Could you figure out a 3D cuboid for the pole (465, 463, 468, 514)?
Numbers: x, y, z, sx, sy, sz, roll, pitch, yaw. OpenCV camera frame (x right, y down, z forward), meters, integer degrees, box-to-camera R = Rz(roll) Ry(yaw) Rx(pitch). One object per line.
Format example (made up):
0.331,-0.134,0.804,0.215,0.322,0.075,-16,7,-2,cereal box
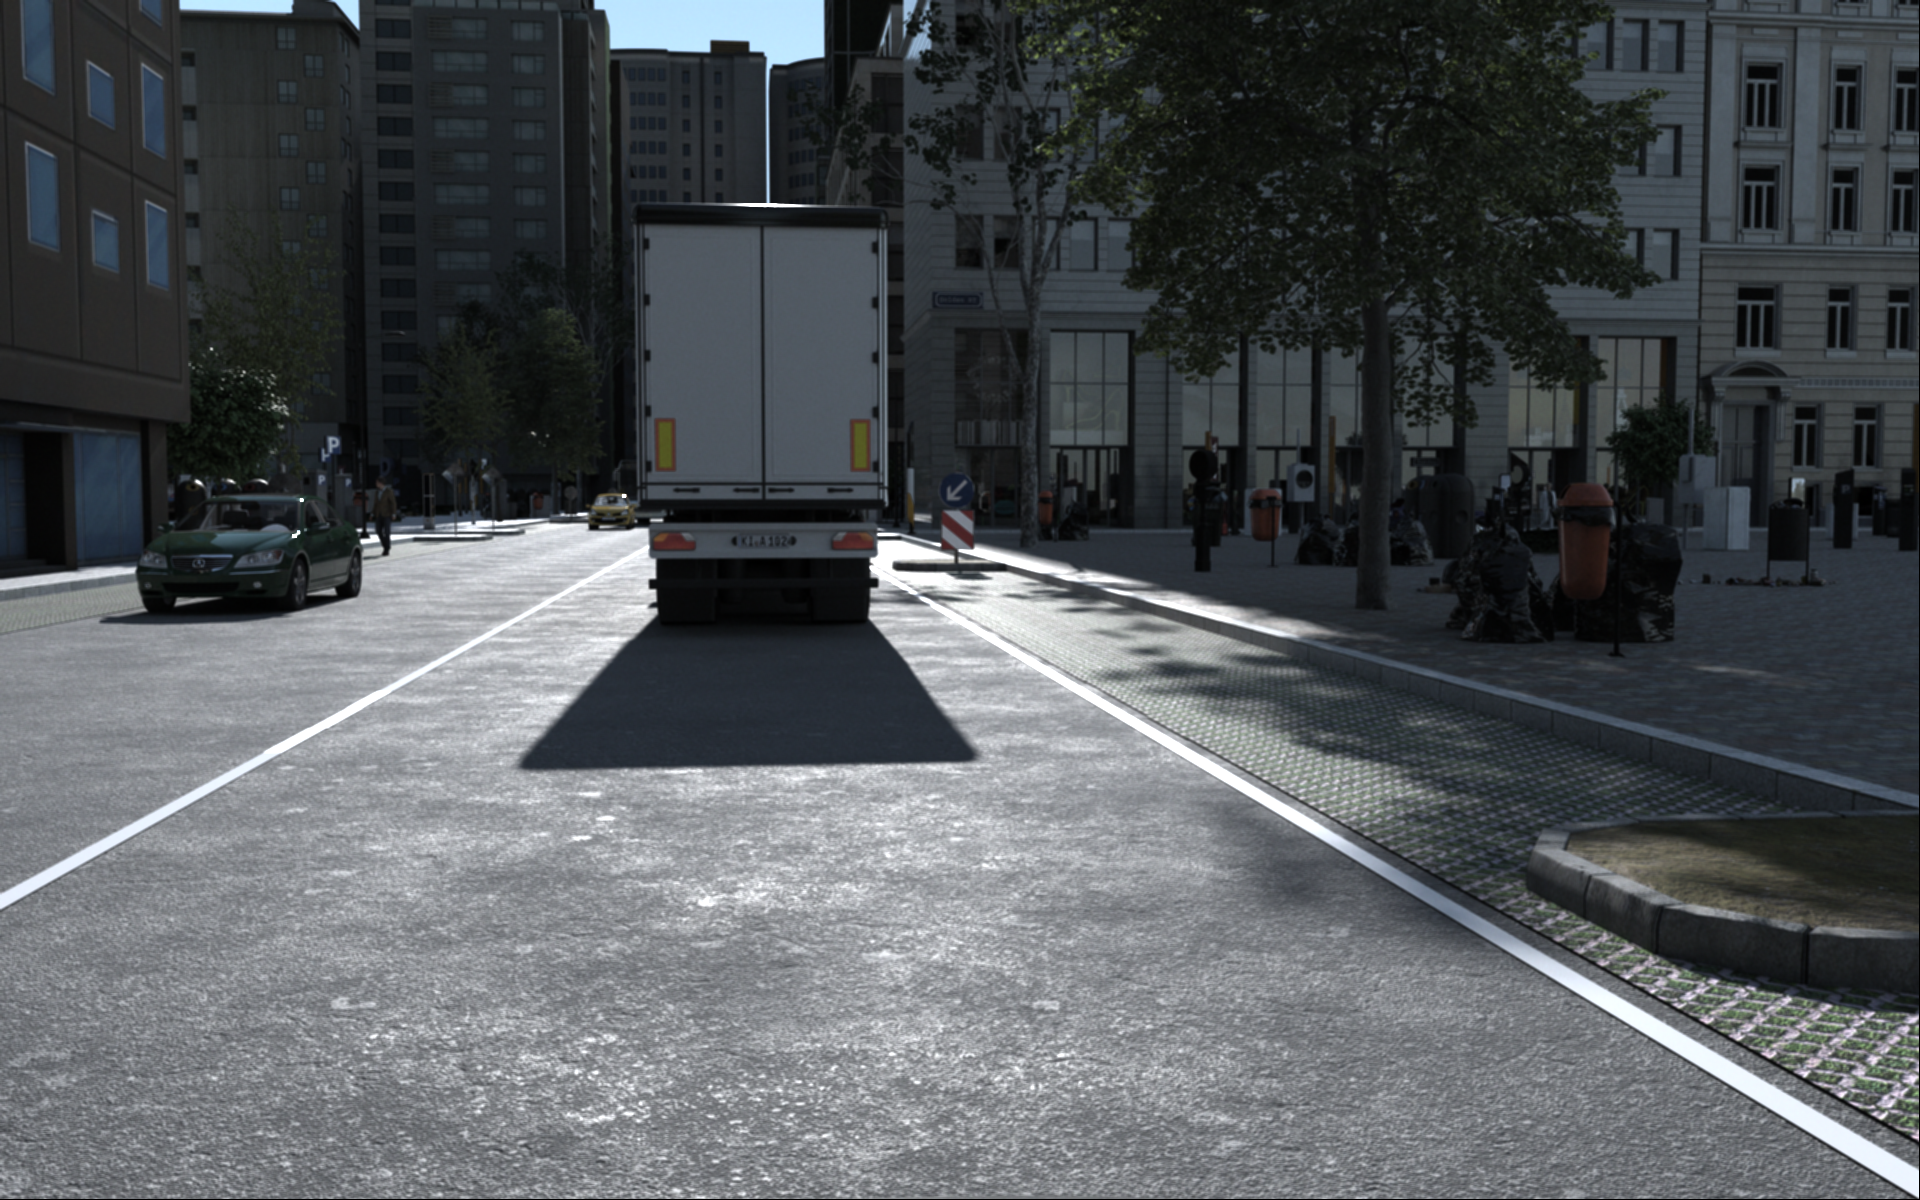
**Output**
-32.206,-7.283,112.924,0.158,3.312,0.155,0,3,0,pole

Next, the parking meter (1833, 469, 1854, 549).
20.807,-2.147,40.816,0.399,1.863,0.255,1,4,11,parking meter

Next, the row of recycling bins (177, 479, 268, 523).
-20.114,-2.526,48.406,3.534,1.692,1.069,0,4,0,row of recycling bins

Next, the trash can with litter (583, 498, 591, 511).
-28.322,-7.267,130.205,1.055,1.170,0.624,-3,5,-43,trash can with litter

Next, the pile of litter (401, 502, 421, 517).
-31.325,-5.193,98.876,1.176,0.858,1.719,0,4,-8,pile of litter

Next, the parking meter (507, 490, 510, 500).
-25.510,-5.452,97.557,0.372,1.533,0.369,0,3,0,parking meter

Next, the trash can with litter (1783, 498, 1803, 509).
24.001,-2.364,50.038,0.624,1.170,1.055,2,4,26,trash can with litter

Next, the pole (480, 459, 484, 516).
-27.796,-6.531,100.624,0.158,3.312,0.155,0,3,0,pole

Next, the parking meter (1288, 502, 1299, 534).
10.813,-3.083,56.112,0.255,1.863,0.399,0,4,-5,parking meter

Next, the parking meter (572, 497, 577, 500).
-26.406,-6.733,118.491,0.372,1.533,0.369,0,3,0,parking meter

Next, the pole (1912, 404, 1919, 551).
21.696,-2.781,39.305,0.158,3.312,0.155,0,3,0,pole

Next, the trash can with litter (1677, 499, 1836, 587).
11.338,-0.830,24.631,2.233,1.210,1.678,1,4,18,trash can with litter

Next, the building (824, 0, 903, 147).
-4.349,-44.402,164.231,20.563,71.187,20.611,0,4,-7,building

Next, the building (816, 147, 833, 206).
-5.301,-22.997,147.697,14.160,30.474,14.107,0,4,-7,building

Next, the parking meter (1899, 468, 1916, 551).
21.386,-2.043,39.107,0.255,1.863,0.399,1,4,23,parking meter

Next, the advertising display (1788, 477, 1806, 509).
32.166,-3.754,66.584,0.974,1.923,0.123,-2,4,-33,advertising display

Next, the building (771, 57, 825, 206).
-11.093,-42.161,231.330,28.212,58.520,21.231,0,4,-7,building

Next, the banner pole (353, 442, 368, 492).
-28.766,-5.684,82.950,0.863,3.779,0.401,1,4,14,banner pole

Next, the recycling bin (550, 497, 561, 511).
-31.369,-7.422,133.896,0.722,1.027,0.722,-3,5,-42,recycling bin

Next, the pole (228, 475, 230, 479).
-41.298,-6.364,97.902,0.158,3.312,0.155,0,3,0,pole

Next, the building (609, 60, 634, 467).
-40.687,-32.127,175.392,14.600,45.320,14.200,0,4,-7,building

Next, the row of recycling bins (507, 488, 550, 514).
-27.493,-6.271,109.649,1.069,1.692,3.534,3,5,42,row of recycling bins

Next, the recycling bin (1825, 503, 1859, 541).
24.446,-2.169,48.024,0.722,1.027,0.722,1,4,19,recycling bin

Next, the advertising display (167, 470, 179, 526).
-21.120,-2.478,45.735,0.974,1.923,0.123,1,4,8,advertising display

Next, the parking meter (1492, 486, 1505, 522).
16.254,-2.683,52.276,0.372,1.533,0.369,0,3,0,parking meter

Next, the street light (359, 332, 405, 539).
-16.598,-4.721,49.724,1.470,5.913,1.316,0,4,-7,street light

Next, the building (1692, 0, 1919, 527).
37.496,-17.614,73.897,20.117,28.700,13.634,0,4,-7,building

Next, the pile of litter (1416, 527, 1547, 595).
6.848,-0.520,22.471,1.719,0.858,1.176,3,4,37,pile of litter

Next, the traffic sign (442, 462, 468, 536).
-15.499,-3.031,53.202,0.795,2.450,0.064,0,4,-7,traffic sign

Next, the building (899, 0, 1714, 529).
12.919,-17.843,69.234,29.804,29.767,11.434,0,4,-7,building

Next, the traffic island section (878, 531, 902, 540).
-2.974,-1.989,54.803,2.009,0.180,2.903,0,4,-7,traffic island section

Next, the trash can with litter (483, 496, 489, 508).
-28.661,-5.746,105.342,1.055,1.170,0.624,1,4,11,trash can with litter

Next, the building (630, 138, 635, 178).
-50.267,-33.198,197.410,28.867,44.769,22.147,0,4,-7,building

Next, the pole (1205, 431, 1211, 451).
8.084,-3.829,56.450,0.158,3.312,0.155,0,3,0,pole

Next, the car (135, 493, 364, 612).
-9.162,-0.664,22.656,2.131,1.459,4.920,0,4,-6,car

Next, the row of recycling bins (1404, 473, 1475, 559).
9.970,-1.765,35.970,1.069,1.692,3.534,0,4,4,row of recycling bins

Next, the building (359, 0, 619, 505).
-41.539,-43.960,156.992,20.563,71.187,20.611,0,4,-7,building

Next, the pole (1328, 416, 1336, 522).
9.762,-3.158,45.484,0.158,3.312,0.155,0,3,0,pole

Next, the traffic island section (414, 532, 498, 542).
-15.521,-1.895,53.261,2.009,0.180,2.903,0,4,-7,traffic island section

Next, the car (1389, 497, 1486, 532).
16.609,-2.900,59.994,3.894,1.354,1.945,0,4,-8,car

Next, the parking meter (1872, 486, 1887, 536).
28.427,-2.759,53.514,0.372,1.533,0.369,0,3,0,parking meter

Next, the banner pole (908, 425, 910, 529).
-1.767,-4.465,63.018,0.401,3.779,0.863,1,4,9,banner pole

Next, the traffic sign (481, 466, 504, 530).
-16.479,-3.516,61.127,0.795,2.450,0.064,0,4,-7,traffic sign

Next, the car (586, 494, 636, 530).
-14.240,-3.709,70.860,2.015,1.641,3.980,0,4,-7,car

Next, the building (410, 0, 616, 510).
-35.962,-27.985,141.147,14.154,41.232,14.086,0,4,-7,building

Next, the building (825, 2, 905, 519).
2.276,-18.417,105.627,19.350,26.468,34.151,0,4,-7,building

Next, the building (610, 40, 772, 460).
-39.535,-41.941,227.739,28.212,58.520,21.231,0,4,-7,building

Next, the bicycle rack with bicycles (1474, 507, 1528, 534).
14.650,-2.181,49.046,2.852,0.926,2.925,3,5,42,bicycle rack with bicycles

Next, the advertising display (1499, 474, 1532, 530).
17.388,-3.000,54.261,0.974,1.923,0.123,1,4,11,advertising display

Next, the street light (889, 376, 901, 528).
-2.979,-5.728,66.187,1.470,5.913,1.316,0,4,-7,street light

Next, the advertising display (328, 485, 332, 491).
-45.787,-7.428,126.667,0.974,1.923,0.123,2,4,25,advertising display

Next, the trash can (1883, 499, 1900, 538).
27.615,-2.412,51.094,0.748,1.137,0.748,0,3,0,trash can

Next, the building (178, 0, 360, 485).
-78.278,-36.777,190.537,27.495,52.752,28.713,0,4,-7,building

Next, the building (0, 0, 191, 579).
-21.358,-22.962,25.541,14.600,45.320,14.200,0,4,-7,building

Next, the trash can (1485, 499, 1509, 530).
16.546,-2.553,53.400,0.748,1.137,0.748,0,3,0,trash can

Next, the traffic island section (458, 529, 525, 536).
-16.502,-2.380,61.186,2.009,0.180,2.903,0,4,-7,traffic island section

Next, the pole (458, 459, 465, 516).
-28.676,-6.451,99.321,0.158,3.312,0.155,0,3,0,pole
